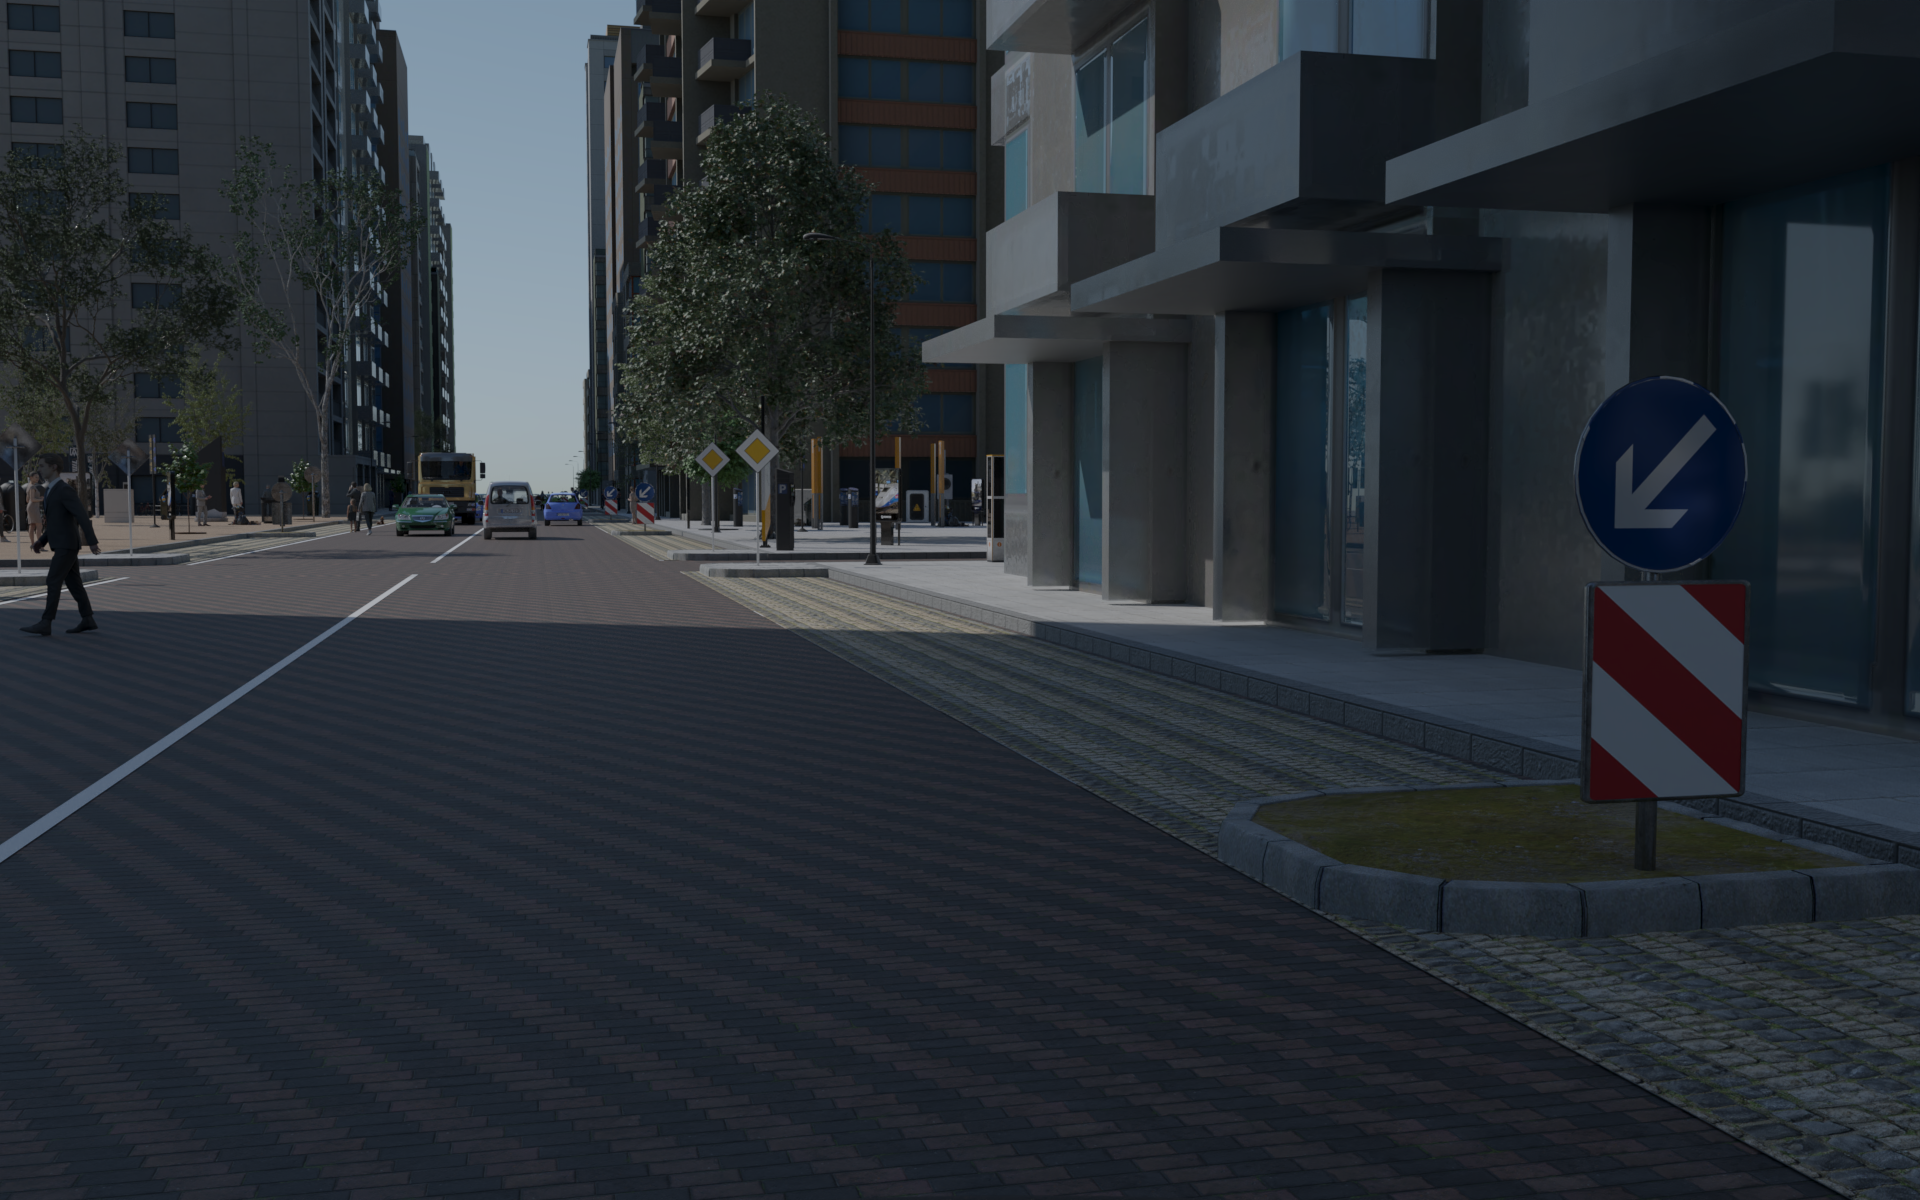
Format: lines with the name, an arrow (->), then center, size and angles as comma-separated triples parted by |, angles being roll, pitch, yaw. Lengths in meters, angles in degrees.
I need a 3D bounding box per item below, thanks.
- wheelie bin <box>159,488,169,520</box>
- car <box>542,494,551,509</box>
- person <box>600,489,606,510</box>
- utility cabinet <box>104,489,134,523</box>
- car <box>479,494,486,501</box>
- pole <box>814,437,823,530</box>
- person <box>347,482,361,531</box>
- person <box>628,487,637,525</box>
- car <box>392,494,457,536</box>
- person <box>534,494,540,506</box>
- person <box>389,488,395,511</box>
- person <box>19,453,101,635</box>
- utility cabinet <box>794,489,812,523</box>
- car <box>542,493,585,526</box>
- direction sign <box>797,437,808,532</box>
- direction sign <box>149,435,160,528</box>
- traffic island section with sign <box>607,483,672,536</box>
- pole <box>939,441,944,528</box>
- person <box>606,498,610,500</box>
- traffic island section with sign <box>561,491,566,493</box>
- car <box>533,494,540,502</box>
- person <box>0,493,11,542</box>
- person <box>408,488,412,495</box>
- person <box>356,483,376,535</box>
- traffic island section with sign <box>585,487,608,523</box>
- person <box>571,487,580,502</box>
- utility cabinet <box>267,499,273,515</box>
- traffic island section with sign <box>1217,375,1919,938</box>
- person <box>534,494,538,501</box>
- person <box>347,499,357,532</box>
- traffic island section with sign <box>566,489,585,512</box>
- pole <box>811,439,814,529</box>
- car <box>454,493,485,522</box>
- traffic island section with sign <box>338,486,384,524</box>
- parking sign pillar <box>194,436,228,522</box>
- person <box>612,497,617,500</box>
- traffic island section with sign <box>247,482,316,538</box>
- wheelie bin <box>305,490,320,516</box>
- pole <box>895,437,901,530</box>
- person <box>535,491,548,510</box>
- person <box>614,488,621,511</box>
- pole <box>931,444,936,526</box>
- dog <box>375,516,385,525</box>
wheelie bin -> -39.310, -4.768, 85.867 | 0.693, 1.594, 0.980 | -1, 4, -23
car -> -39.799, -9.778, 168.664 | 1.959, 1.807, 4.718 | -1, 4, -15
person -> -29.425, -8.330, 143.160 | 0.530, 1.710, 0.541 | -2, 4, -33
utility cabinet -> -37.076, -4.140, 76.367 | 1.173, 1.500, 0.318 | 0, 4, -1
car -> -39.063, -8.143, 141.938 | 1.959, 1.807, 4.718 | -1, 4, -13
pole -> -5.002, -4.162, 61.897 | 0.158, 3.312, 0.155 | 0, 3, 0
person -> -23.242, -3.584, 66.457 | 0.474, 1.900, 0.648 | 0, 4, -3
person -> -15.296, -4.409, 80.928 | 0.374, 1.781, 0.599 | 2, 4, 24
car -> -18.586, -2.964, 60.267 | 2.131, 1.459, 4.920 | -1, 4, -14
person -> -50.804, -12.055, 208.857 | 1.065, 1.426, 0.557 | -2, 4, -31
person -> -42.794, -7.588, 130.549 | 0.683, 1.767, 0.568 | 2, 4, 33
person -> -9.220, -0.574, 17.664 | 0.755, 1.850, 0.659 | -3, 4, -37
utility cabinet -> -6.806, -4.166, 76.795 | 1.173, 1.500, 0.318 | 1, 4, 13
car -> -18.145, -4.261, 79.251 | 1.945, 1.707, 3.694 | -1, 4, -12
direction sign -> -5.348, -4.078, 58.671 | 0.379, 3.537, 0.876 | 0, 4, 4
direction sign -> -30.837, -4.540, 66.232 | 0.379, 3.537, 0.876 | -3, 5, -39
traffic island section with sign -> -11.117, -3.160, 60.286 | 1.989, 1.847, 2.006 | -1, 4, -14
pole -> -0.711, -4.437, 66.395 | 0.158, 3.312, 0.155 | 0, 3, 0
person -> -33.188, -9.561, 163.036 | 0.621, 1.740, 0.551 | -3, 5, -43
traffic island section with sign -> -35.941, -9.348, 161.459 | 1.989, 1.847, 2.006 | -1, 4, -14
car -> -63.266, -15.233, 258.099 | 2.155, 1.783, 4.494 | -1, 4, -13
person -> -25.714, -2.437, 46.074 | 0.728, 1.800, 0.709 | -3, 5, -42
person -> -49.411, -9.165, 155.868 | 0.705, 1.826, 1.348 | 0, 4, 4
person -> -20.636, -3.150, 60.193 | 0.709, 1.800, 0.728 | -3, 4, -37
traffic island section with sign -> -17.672, -4.792, 86.971 | 1.989, 1.847, 2.006 | -1, 4, -14
person -> -23.222, -5.851, 103.937 | 0.755, 1.850, 0.659 | -3, 4, -38
utility cabinet -> -42.351, -6.005, 106.858 | 0.318, 1.500, 1.173 | 0, 4, 7
traffic island section with sign -> 2.075, 0.127, 6.550 | 1.989, 1.847, 2.006 | -1, 4, -14
person -> -57.479, -13.672, 235.255 | 0.991, 1.433, 0.599 | 0, 4, 4
person -> -22.761, -3.160, 64.843 | 0.362, 1.253, 0.373 | -2, 4, -31
traffic island section with sign -> -29.519, -7.746, 135.278 | 1.989, 1.847, 2.006 | -1, 4, -14
pole -> -5.389, -4.300, 64.143 | 0.158, 3.312, 0.155 | 0, 3, 0
car -> -25.997, -5.012, 91.531 | 1.945, 1.707, 3.694 | -1, 4, -14
traffic island section with sign -> -28.924, -4.590, 83.679 | 1.989, 1.847, 2.006 | -1, 4, -14
parking sign pillar -> -34.658, -5.602, 80.067 | 1.447, 3.967, 1.447 | 0, 4, 7
person -> -28.953, -8.484, 144.712 | 0.705, 1.831, 1.348 | -2, 4, -30
traffic island section with sign -> -22.501, -2.989, 57.497 | 1.989, 1.847, 2.006 | -1, 4, -14
wheelie bin -> -38.269, -5.785, 102.491 | 0.693, 1.594, 0.980 | 0, 4, 0
pole -> -2.220, -4.174, 62.083 | 0.158, 3.312, 0.155 | 0, 3, 0
person -> -36.805, -8.764, 152.516 | 1.217, 1.736, 0.721 | 1, 4, 11
person -> -26.375, -7.748, 133.432 | 0.721, 1.736, 1.217 | 1, 4, 9
pole -> -1.082, -4.655, 69.957 | 0.158, 3.312, 0.155 | 0, 3, 0
dog -> -26.944, -3.677, 80.309 | 0.748, 0.427, 0.550 | -3, 5, -39
